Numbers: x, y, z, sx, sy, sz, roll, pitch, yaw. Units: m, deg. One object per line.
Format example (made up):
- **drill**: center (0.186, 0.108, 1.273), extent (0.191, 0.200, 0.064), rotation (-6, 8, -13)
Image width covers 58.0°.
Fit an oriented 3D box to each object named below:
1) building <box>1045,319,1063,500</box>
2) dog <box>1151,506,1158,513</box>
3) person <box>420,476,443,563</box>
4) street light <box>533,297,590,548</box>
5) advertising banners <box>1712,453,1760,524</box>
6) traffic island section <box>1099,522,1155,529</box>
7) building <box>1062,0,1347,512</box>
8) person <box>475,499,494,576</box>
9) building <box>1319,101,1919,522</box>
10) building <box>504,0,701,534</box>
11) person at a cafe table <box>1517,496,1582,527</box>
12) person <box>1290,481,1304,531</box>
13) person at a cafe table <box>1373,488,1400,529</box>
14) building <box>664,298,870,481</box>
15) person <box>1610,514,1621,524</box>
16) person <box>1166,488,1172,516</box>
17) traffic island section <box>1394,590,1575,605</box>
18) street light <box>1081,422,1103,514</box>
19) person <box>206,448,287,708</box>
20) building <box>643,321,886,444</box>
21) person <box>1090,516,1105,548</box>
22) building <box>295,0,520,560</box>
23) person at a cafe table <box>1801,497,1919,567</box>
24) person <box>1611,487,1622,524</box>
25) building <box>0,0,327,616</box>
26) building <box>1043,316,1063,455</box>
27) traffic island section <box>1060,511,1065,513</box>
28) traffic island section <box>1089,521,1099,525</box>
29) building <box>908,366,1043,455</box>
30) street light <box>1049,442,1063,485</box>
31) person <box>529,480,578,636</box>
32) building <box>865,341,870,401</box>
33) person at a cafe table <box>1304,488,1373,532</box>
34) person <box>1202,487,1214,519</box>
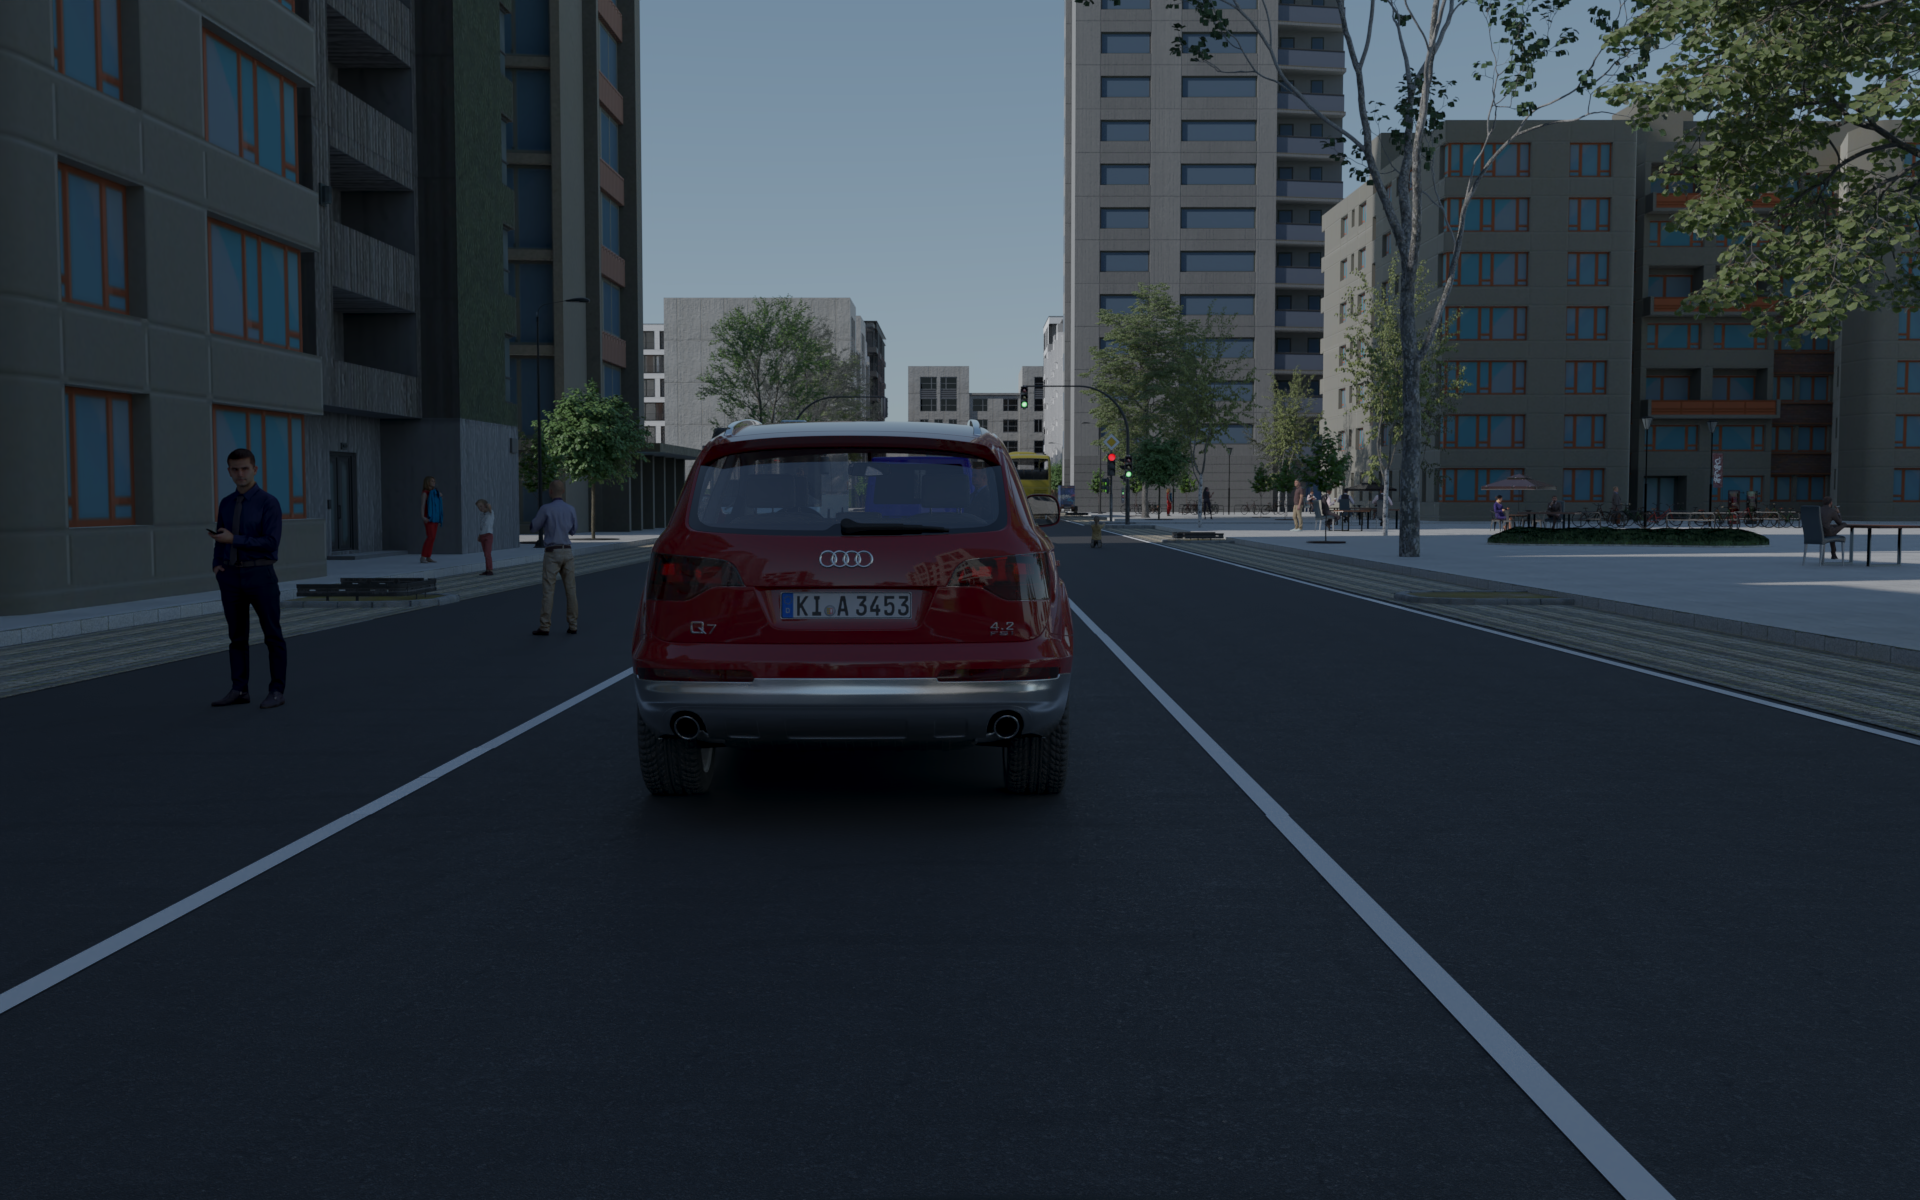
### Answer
- **building**: center (17.544, -20.579, 192.889), extent (16.016, 20.091, 11.380), rotation (0, 4, 0)
- **dog**: center (13.224, -6.142, 117.245), extent (0.406, 0.507, 0.540), rotation (2, 4, 34)
- **person**: center (-9.874, -1.505, 32.352), extent (0.444, 1.614, 0.593), rotation (3, 4, 36)
- **street light**: center (-9.437, -4.190, 41.051), extent (1.470, 5.913, 1.316), rotation (0, 4, 0)
- **advertising banners**: center (32.781, -4.714, 73.266), extent (2.074, 3.025, 0.090), rotation (0, 4, 2)
- **traffic island section**: center (7.023, -3.073, 72.525), extent (2.009, 0.180, 2.903), rotation (0, 4, 0)
- **building**: center (18.533, -36.216, 134.133), extent (21.231, 58.520, 28.212), rotation (0, 4, 0)
- **person**: center (-8.321, -1.100, 30.389), extent (0.435, 1.345, 0.340), rotation (2, 4, 32)
- **building**: center (36.881, -15.232, 94.079), extent (28.899, 21.520, 27.650), rotation (0, 4, 0)
- **building**: center (-24.516, -24.839, 60.740), extent (28.867, 44.769, 22.147), rotation (0, 4, 0)
- **person at a cafe table**: center (18.167, -2.588, 53.170), extent (1.698, 1.238, 1.726), rotation (2, 4, 31)
- **person**: center (11.595, -3.264, 59.541), extent (0.434, 1.807, 0.598), rotation (0, 4, 6)
- **person at a cafe table**: center (15.531, -3.371, 63.631), extent (1.698, 1.524, 1.622), rotation (1, 4, 12)
- **building**: center (-18.205, -18.673, 171.763), extent (16.747, 18.905, 31.486), rotation (0, 4, 0)
- **person**: center (28.820, -3.632, 76.164), extent (0.859, 0.850, 0.655), rotation (0, 4, 6)
- **person**: center (12.189, -5.684, 100.688), extent (0.444, 1.614, 0.593), rotation (2, 4, 24)
- **traffic island section**: center (6.900, -0.021, 23.203), extent (1.991, 0.108, 1.994), rotation (0, 4, 0)
- **street light**: center (8.501, -8.496, 111.456), extent (1.470, 5.913, 1.316), rotation (0, 4, 0)
- **person**: center (-4.836, -0.150, 11.655), extent (0.576, 1.737, 0.504), rotation (1, 4, 8)
- **building**: center (-26.030, -22.876, 217.992), extent (32.646, 21.610, 27.936), rotation (0, 4, 0)
- **person**: center (3.675, -1.829, 46.326), extent (0.347, 0.859, 0.695), rotation (1, 4, 13)
- **building**: center (-17.611, -16.033, 33.837), extent (14.160, 30.474, 14.107), rotation (0, 4, 0)
- **person at a cafe table**: center (15.901, -1.238, 31.107), extent (1.726, 1.238, 1.698), rotation (-1, 4, -20)
- **person**: center (28.508, -4.045, 75.184), extent (0.434, 1.755, 0.990), rotation (1, 4, 22)
- **building**: center (-23.725, -10.209, 11.949), extent (27.650, 21.520, 28.899), rotation (0, 4, 0)
- **building**: center (24.144, -22.688, 214.928), extent (27.936, 21.610, 32.646), rotation (0, 4, 0)
- **traffic island section**: center (7.160, -6.733, 132.957), extent (1.991, 0.108, 1.994), rotation (0, 4, 0)
- **traffic island section**: center (7.042, -3.561, 80.510), extent (2.009, 0.180, 2.903), rotation (0, 4, 0)
- **building**: center (8.600, -23.304, 247.478), extent (31.486, 18.905, 16.747), rotation (0, 4, 0)
- **street light**: center (8.629, -11.178, 155.301), extent (1.470, 5.913, 1.316), rotation (0, 4, 0)
- **person**: center (-4.128, -0.435, 17.668), extent (0.516, 1.574, 0.319), rotation (-2, 4, -33)
- **building**: center (-18.035, -20.593, 193.118), extent (16.016, 20.091, 11.380), rotation (0, 4, 0)
- **person at a cafe table**: center (13.035, -3.138, 59.825), extent (1.622, 1.524, 1.698), rotation (-1, 4, -13)
- **person**: center (12.583, -4.914, 87.858), extent (0.593, 1.643, 0.415), rotation (-1, 4, -14)
